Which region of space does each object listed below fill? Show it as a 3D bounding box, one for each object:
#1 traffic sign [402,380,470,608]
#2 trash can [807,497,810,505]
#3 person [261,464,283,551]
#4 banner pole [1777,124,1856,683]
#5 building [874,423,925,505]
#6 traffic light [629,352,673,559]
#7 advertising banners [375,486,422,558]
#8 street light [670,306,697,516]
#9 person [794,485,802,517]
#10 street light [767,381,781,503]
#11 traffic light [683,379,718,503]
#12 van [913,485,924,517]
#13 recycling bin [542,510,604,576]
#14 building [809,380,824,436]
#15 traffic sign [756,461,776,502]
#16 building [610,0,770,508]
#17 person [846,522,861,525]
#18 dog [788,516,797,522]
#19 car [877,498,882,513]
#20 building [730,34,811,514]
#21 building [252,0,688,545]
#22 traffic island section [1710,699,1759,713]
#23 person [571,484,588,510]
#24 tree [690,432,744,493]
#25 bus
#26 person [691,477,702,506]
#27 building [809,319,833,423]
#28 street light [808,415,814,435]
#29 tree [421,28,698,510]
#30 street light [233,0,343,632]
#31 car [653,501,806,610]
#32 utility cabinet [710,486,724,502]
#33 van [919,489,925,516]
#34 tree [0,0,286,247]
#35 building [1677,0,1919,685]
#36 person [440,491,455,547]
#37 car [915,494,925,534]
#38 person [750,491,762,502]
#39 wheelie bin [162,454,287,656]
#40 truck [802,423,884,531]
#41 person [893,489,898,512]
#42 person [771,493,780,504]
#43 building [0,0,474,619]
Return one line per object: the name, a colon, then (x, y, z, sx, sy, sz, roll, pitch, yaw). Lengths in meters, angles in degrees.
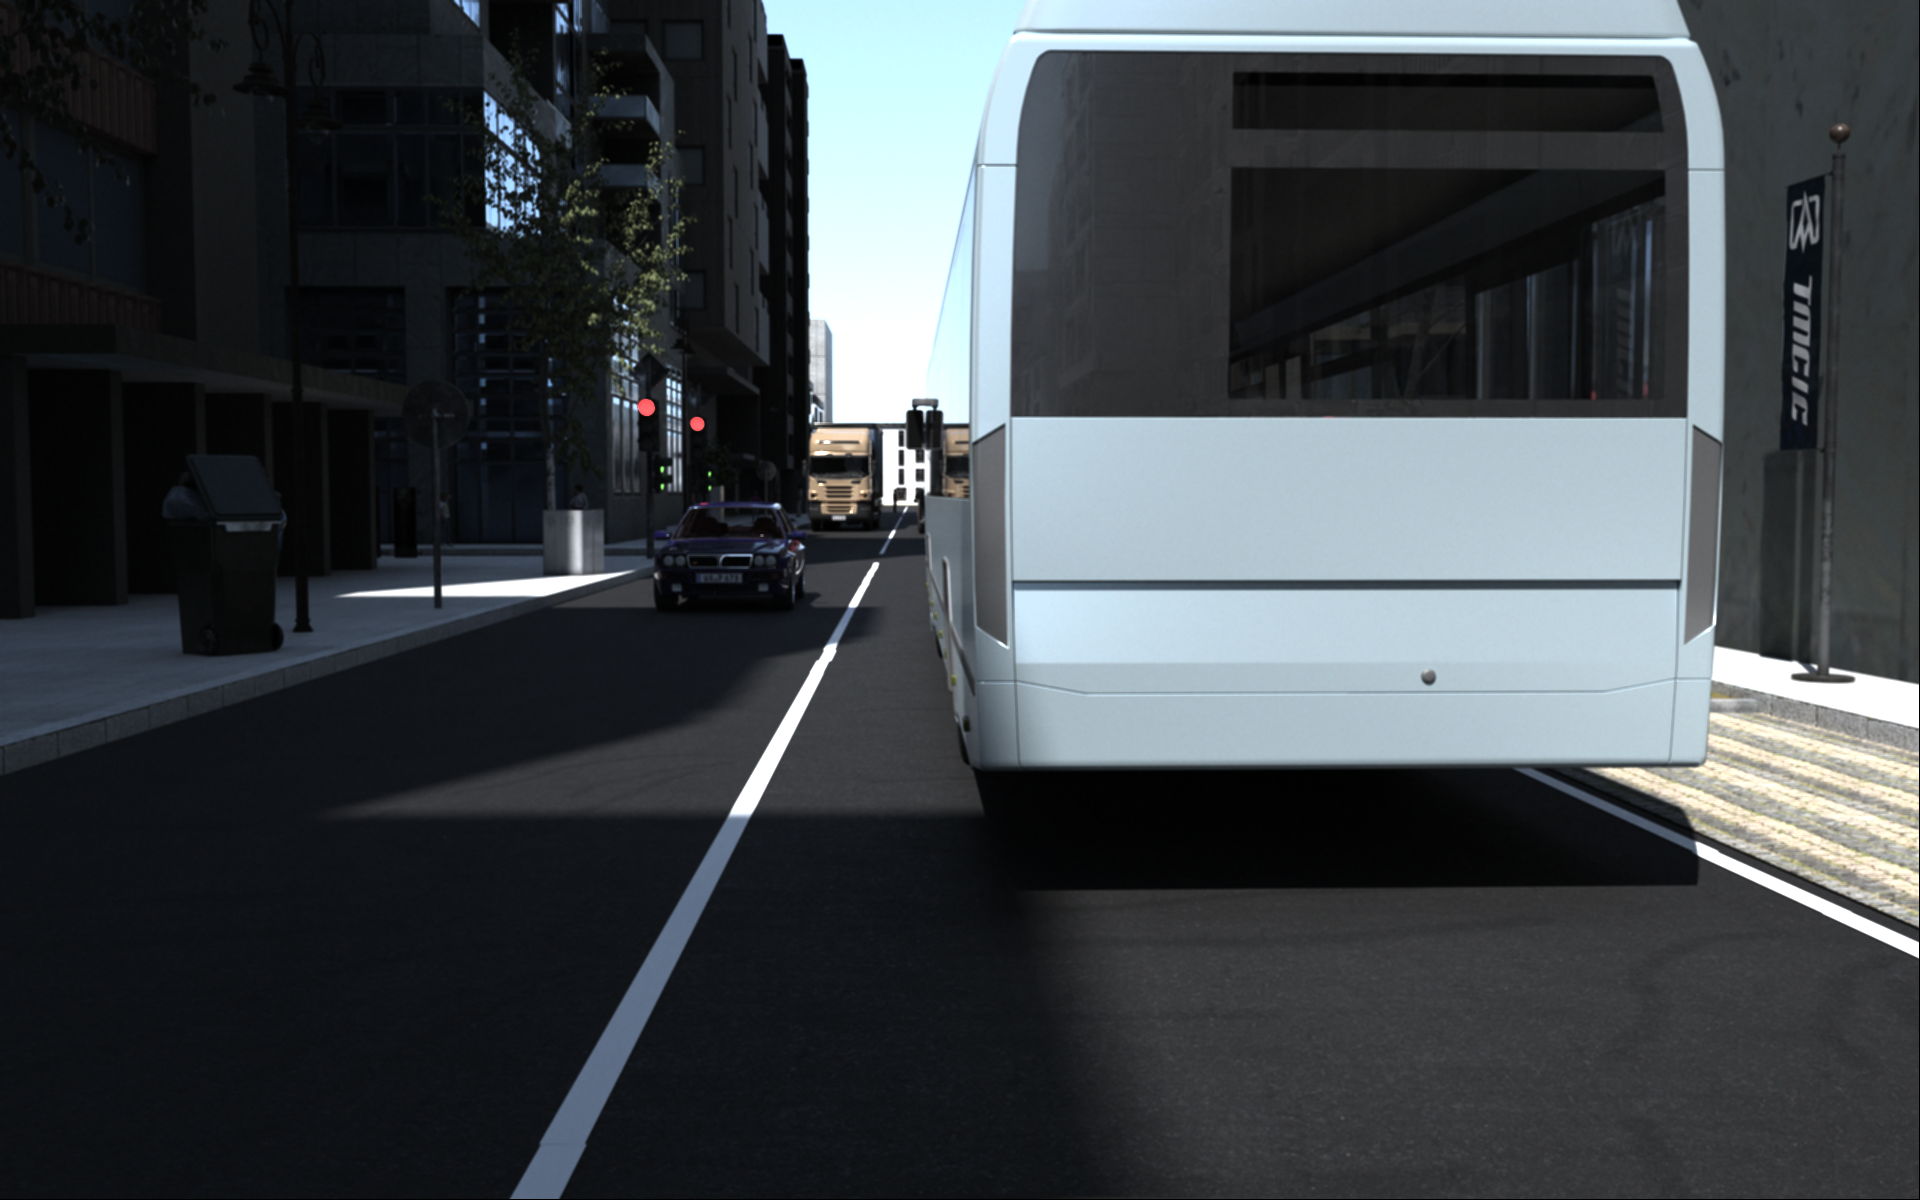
traffic sign: (-5.868, -1.180, 19.392, 0.768, 2.556, 0.104, 0, 4, 3)
trash can: (-8.056, -5.099, 95.017, 0.748, 1.137, 0.748, 0, 3, 0)
person: (-7.624, -0.680, 18.867, 0.444, 1.614, 0.593, 3, 4, 38)
banner pole: (5.931, -1.348, 12.053, 0.401, 3.779, 0.863, 0, 4, -4)
building: (-2.060, -16.283, 208.379, 28.070, 9.664, 9.099, 0, 4, -2)
traffic light: (-6.140, -2.777, 34.330, 0.839, 4.253, 0.868, 0, 4, -2)
advertising banners: (-11.915, -2.367, 34.881, 2.074, 3.025, 0.090, 0, 4, 0)
street light: (-6.803, -4.280, 42.764, 0.468, 5.910, 1.993, 0, 4, -2)
person: (-9.085, -5.561, 97.106, 0.789, 1.805, 0.875, -1, 4, -13)
street light: (-7.575, -5.993, 70.777, 0.468, 5.910, 1.993, 0, 4, -2)
traffic light: (-6.352, -3.266, 42.312, 0.839, 4.253, 0.868, 0, 4, -2)
van: (-0.919, -3.938, 71.397, 2.013, 2.044, 4.112, 0, 4, -1)
recycling bin: (-6.150, -0.918, 27.570, 0.722, 1.027, 0.722, 1, 4, 20)
building: (-15.696, -11.608, 131.942, 9.099, 9.664, 28.070, 0, 4, -2)
traffic sign: (-7.445, -4.062, 66.512, 0.768, 2.556, 0.104, 0, 4, 3)
building: (-24.090, -30.491, 87.763, 28.713, 52.752, 27.495, 0, 4, -2)
person: (-5.021, -3.924, 80.937, 0.859, 0.850, 0.655, 1, 4, 8)
dog: (-7.717, -3.739, 78.873, 0.748, 0.427, 0.550, 1, 4, 11)
car: (-6.907, -7.456, 132.134, 2.015, 1.641, 3.980, 0, 4, -1)
building: (-16.957, -20.667, 109.612, 14.160, 30.474, 14.107, 0, 4, -2)
building: (-20.524, -45.500, 56.599, 22.319, 86.520, 31.000, 0, 4, -2)
traffic island section: (4.192, 0.650, 12.239, 1.991, 0.108, 1.994, 0, 4, -2)
person: (-9.579, -2.151, 43.673, 0.523, 1.526, 0.387, 1, 4, 22)
tree: (-7.441, -3.603, 53.505, 1.663, 3.219, 1.824, 0, 3, 0)
bus: (1.097, -1.075, 12.440, 2.948, 3.499, 13.247, 0, 4, -2)
person: (-7.720, -2.745, 51.047, 0.434, 1.807, 0.598, 1, 4, 15)
building: (-29.541, -19.345, 182.751, 31.486, 18.905, 16.747, 0, 4, -2)
street light: (-8.375, -7.709, 98.823, 0.468, 5.910, 1.993, 0, 4, -2)
tree: (-6.515, -4.775, 28.434, 4.737, 8.622, 4.395, 0, 3, 0)
street light: (-6.124, -2.641, 15.963, 0.468, 5.910, 1.993, 0, 4, -2)
car: (-2.958, -0.617, 22.662, 1.945, 1.354, 3.894, 0, 4, -2)
utility cabinet: (-6.756, -2.410, 48.076, 0.318, 1.500, 1.173, 0, 4, -3)
van: (0.635, -1.066, 21.816, 2.240, 2.365, 5.245, 0, 4, -2)
tree: (-5.945, -3.632, 9.743, 4.360, 8.622, 3.978, 0, 3, 0)
building: (17.763, -42.255, 3.545, 22.319, 86.520, 31.000, 0, 4, -2)
person: (-12.426, -1.956, 41.927, 0.340, 1.345, 0.435, 0, 4, -6)
car: (-0.535, -3.412, 64.452, 2.281, 1.827, 5.304, 0, 4, -2)
person: (-8.894, -4.063, 75.700, 0.726, 1.434, 0.776, -1, 4, -20)
wheelie bin: (-5.953, -0.370, 13.965, 0.693, 1.594, 0.980, 2, 4, 33)
truck: (-4.574, -4.974, 70.236, 2.839, 4.237, 11.283, 0, 3, 0)
person: (-5.088, -7.827, 136.440, 0.705, 1.831, 1.348, 0, 4, 7)
person: (-9.123, -4.613, 85.383, 0.340, 1.345, 0.435, 3, 4, 38)
building: (-23.087, -22.322, 19.597, 28.867, 44.769, 22.147, 0, 4, -2)
